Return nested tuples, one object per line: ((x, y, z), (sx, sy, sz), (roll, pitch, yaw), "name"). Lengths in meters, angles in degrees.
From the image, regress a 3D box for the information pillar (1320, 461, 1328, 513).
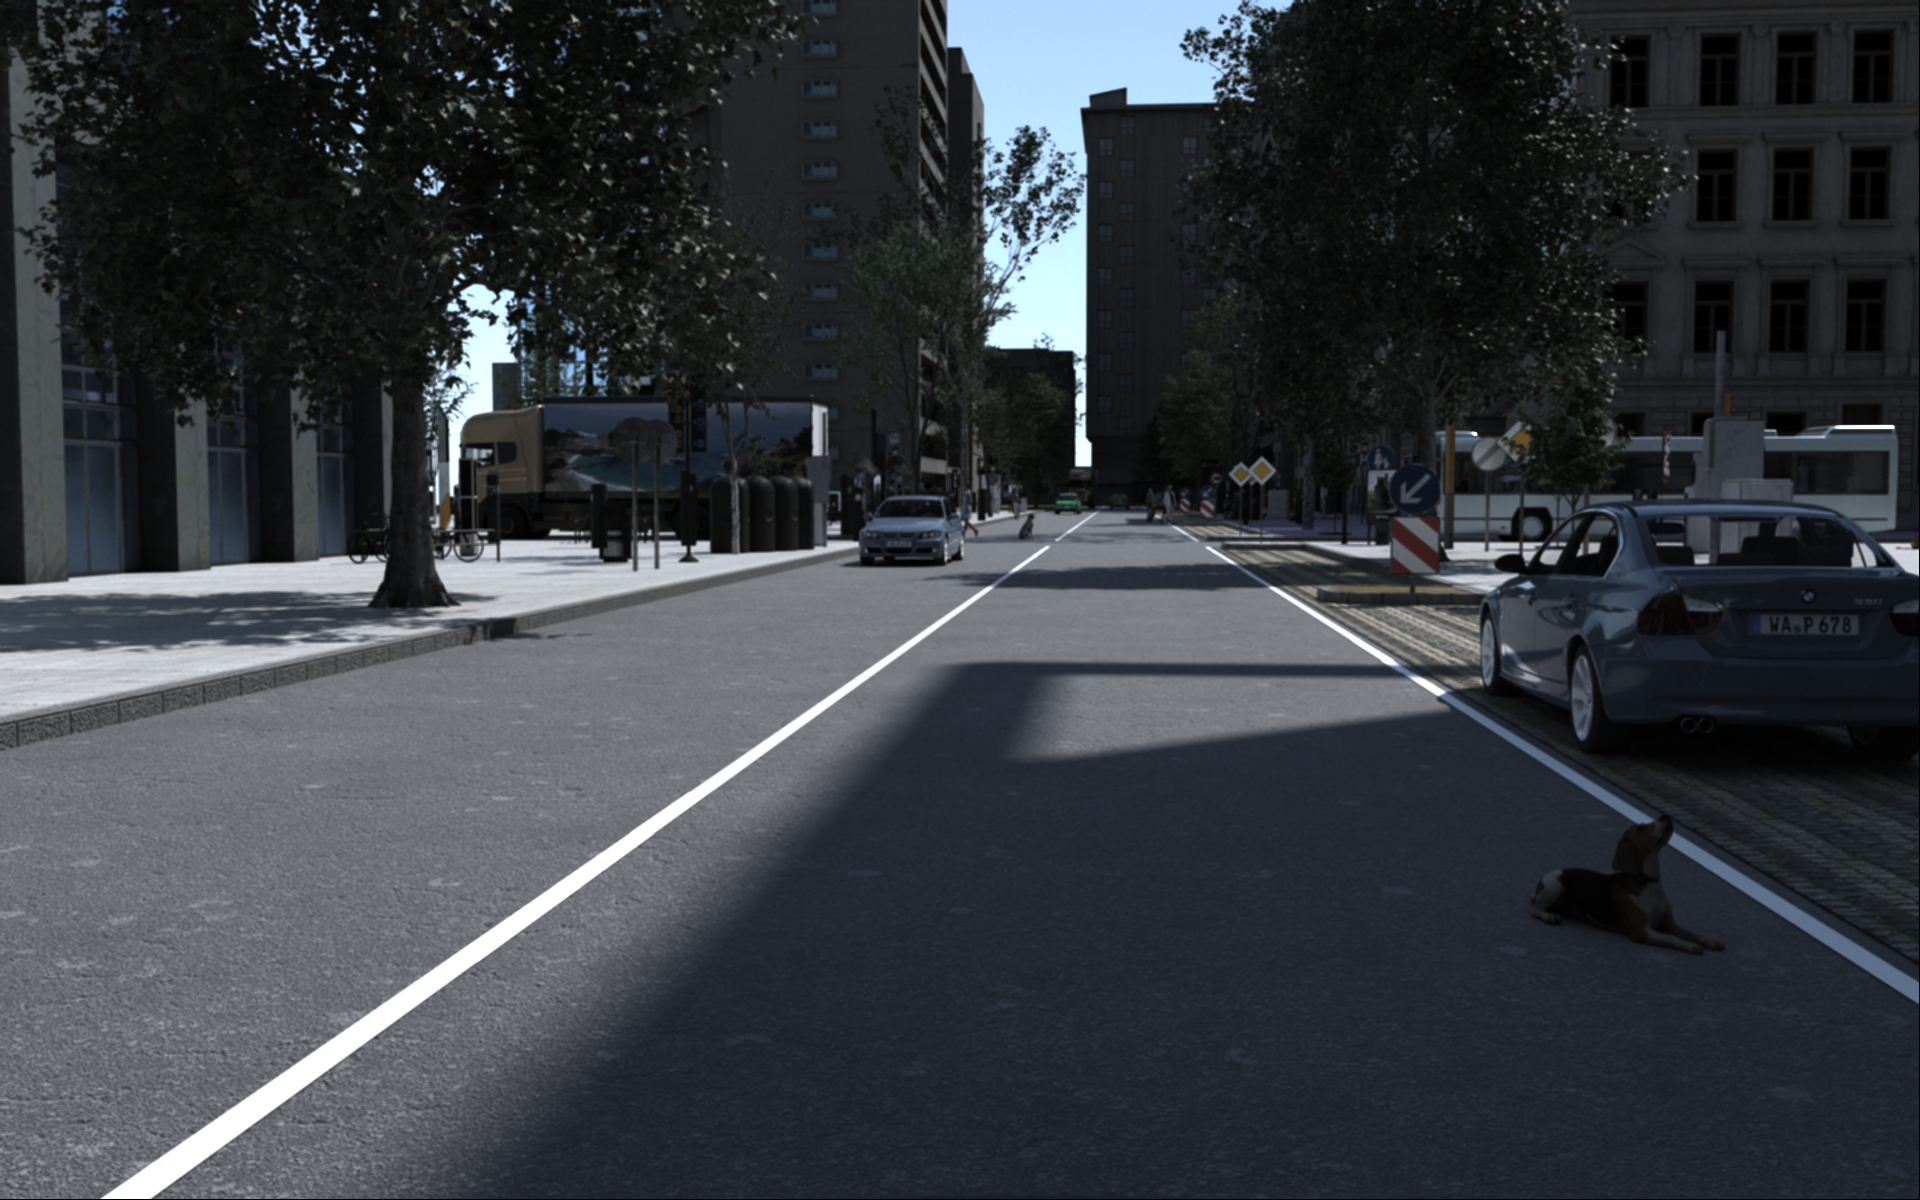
((24.327, -7.606, 115.708), (0.504, 3.616, 0.183), (2, 4, 35), "information pillar")

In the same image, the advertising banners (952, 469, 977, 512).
((0.301, -7.643, 121.148), (2.074, 3.025, 0.090), (-2, 4, -32), "advertising banners")

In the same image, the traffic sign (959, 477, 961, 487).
((0.244, -6.333, 105.672), (0.606, 2.300, 0.079), (0, 4, 6), "traffic sign")

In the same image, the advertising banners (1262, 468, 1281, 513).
((20.756, -7.295, 115.458), (0.090, 3.025, 2.074), (-2, 4, -27), "advertising banners")

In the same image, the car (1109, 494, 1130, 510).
((14.866, -9.321, 161.198), (1.959, 1.807, 4.718), (0, 4, 5), "car")

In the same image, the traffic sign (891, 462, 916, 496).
((-1.767, -3.094, 54.236), (0.795, 2.450, 0.064), (0, 4, 5), "traffic sign")

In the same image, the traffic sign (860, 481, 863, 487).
((-3.411, -3.658, 59.907), (0.768, 2.556, 0.104), (1, 4, 14), "traffic sign")

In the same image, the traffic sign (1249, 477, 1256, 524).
((12.639, -4.518, 75.056), (0.795, 2.450, 0.064), (1, 4, 14), "traffic sign")

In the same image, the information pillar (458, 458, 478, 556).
((-10.155, -1.913, 35.775), (0.304, 2.012, 0.304), (0, 4, 0), "information pillar")

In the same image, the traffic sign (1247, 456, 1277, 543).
((7.884, -2.547, 45.294), (0.795, 2.450, 0.064), (0, 4, 5), "traffic sign")

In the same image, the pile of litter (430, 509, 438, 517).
((-30.671, -5.204, 99.043), (1.719, 0.858, 1.176), (0, 4, -1), "pile of litter")

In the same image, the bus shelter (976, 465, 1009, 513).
((2.311, -7.830, 121.941), (2.014, 3.302, 5.546), (0, 4, 5), "bus shelter")

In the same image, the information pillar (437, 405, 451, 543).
((-13.496, -3.298, 45.272), (0.183, 3.616, 0.504), (-3, 5, -43), "information pillar")

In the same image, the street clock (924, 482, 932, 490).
((-1.948, -6.115, 104.553), (0.471, 2.002, 0.358), (-1, 4, -9), "street clock")

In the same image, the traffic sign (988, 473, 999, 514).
((1.942, -6.338, 103.738), (0.768, 2.556, 0.104), (1, 4, 13), "traffic sign")

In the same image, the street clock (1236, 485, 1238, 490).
((16.880, -6.112, 104.497), (0.358, 2.002, 0.471), (3, 4, 37), "street clock")

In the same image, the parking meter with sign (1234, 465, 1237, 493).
((17.559, -6.699, 105.789), (1.738, 3.016, 0.543), (-2, 4, -25), "parking meter with sign")

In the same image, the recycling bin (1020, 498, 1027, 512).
((4.232, -6.653, 121.337), (0.722, 1.027, 0.722), (-1, 4, -22), "recycling bin")

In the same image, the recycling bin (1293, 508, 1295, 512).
((24.465, -6.880, 125.042), (0.722, 1.027, 0.722), (1, 4, 15), "recycling bin")

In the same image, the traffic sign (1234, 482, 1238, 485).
((16.179, -6.082, 99.452), (0.884, 2.594, 0.081), (1, 4, 12), "traffic sign")

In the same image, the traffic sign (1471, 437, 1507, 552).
((11.768, -2.355, 38.603), (0.768, 2.556, 0.104), (1, 4, 10), "traffic sign")

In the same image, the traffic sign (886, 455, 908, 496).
((-2.086, -3.462, 56.712), (0.768, 2.556, 0.104), (1, 4, 13), "traffic sign")

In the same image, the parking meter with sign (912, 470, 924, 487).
((-2.743, -7.759, 123.126), (0.543, 3.016, 1.738), (2, 4, 25), "parking meter with sign")

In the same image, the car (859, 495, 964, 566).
((-0.950, -1.484, 36.269), (2.014, 1.417, 4.499), (0, 4, 7), "car")

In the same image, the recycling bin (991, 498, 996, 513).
((1.976, -6.357, 116.491), (0.722, 1.027, 0.722), (-1, 4, -21), "recycling bin")

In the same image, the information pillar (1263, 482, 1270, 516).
((18.264, -6.041, 103.259), (0.304, 2.012, 0.304), (-1, 4, -10), "information pillar")

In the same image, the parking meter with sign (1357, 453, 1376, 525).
((17.359, -4.663, 72.501), (0.543, 3.016, 1.738), (-2, 4, -24), "parking meter with sign")

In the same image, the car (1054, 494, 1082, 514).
((7.735, -7.030, 123.744), (1.959, 1.807, 4.718), (0, 4, 6), "car")

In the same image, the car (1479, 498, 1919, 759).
((4.427, 0.080, 10.699), (2.014, 1.417, 4.499), (0, 4, 6), "car")

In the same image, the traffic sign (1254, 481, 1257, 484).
((13.214, -4.729, 78.498), (0.795, 2.450, 0.064), (1, 4, 12), "traffic sign")

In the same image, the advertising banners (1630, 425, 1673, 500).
((17.378, -2.893, 43.482), (2.074, 3.025, 0.090), (-3, 5, -42), "advertising banners")

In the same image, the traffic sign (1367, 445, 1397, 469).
((11.012, -2.764, 45.293), (0.768, 2.556, 0.104), (1, 4, 8), "traffic sign")

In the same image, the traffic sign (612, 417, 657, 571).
((-5.391, -1.748, 28.694), (0.768, 2.556, 0.104), (0, 4, 6), "traffic sign")

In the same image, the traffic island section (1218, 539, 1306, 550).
((7.908, -1.412, 45.369), (2.009, 0.180, 2.903), (0, 4, 5), "traffic island section")

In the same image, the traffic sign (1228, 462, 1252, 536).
((8.629, -3.034, 53.244), (0.795, 2.450, 0.064), (0, 4, 5), "traffic sign")

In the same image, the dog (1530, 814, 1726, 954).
((2.195, 0.882, 5.767), (0.550, 0.427, 0.748), (1, 4, 12), "dog")

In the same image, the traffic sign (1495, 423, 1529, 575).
((8.273, -1.487, 25.504), (0.795, 2.450, 0.064), (0, 4, 6), "traffic sign")

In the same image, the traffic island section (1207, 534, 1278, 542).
((8.654, -1.898, 53.319), (2.009, 0.180, 2.903), (0, 4, 5), "traffic island section")

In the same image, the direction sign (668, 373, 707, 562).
((-5.129, -2.486, 32.646), (0.876, 3.537, 0.379), (2, 4, 30), "direction sign")

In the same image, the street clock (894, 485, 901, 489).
((-3.683, -5.961, 102.032), (0.358, 2.002, 0.471), (2, 4, 32), "street clock")

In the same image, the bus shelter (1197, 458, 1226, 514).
((16.904, -7.651, 116.383), (1.731, 3.624, 6.357), (0, 4, 6), "bus shelter")

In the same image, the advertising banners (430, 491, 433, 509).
((-30.824, -6.392, 100.691), (2.074, 3.025, 0.090), (-1, 4, -17), "advertising banners")

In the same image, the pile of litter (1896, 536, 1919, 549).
((22.742, -1.615, 40.377), (1.719, 0.858, 1.176), (1, 4, 23), "pile of litter")

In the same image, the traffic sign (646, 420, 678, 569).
((-5.198, -1.806, 29.636), (0.768, 2.556, 0.104), (1, 4, 10), "traffic sign")

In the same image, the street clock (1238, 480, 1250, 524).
((12.067, -4.190, 73.070), (0.358, 2.002, 0.471), (1, 4, 17), "street clock")

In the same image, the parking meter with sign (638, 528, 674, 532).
((-10.010, -3.786, 58.163), (1.738, 3.016, 0.543), (-2, 4, -26), "parking meter with sign")

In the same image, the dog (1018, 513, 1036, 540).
((1.983, -2.320, 54.769), (0.800, 0.831, 0.513), (0, 4, 4), "dog")

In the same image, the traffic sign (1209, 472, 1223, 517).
((14.596, -6.030, 98.690), (0.768, 2.556, 0.104), (0, 4, 7), "traffic sign")

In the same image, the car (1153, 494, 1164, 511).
((17.070, -8.387, 145.925), (1.959, 1.807, 4.718), (0, 4, 6), "car")

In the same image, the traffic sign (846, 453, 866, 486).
((-3.201, -3.316, 54.318), (0.768, 2.556, 0.104), (1, 4, 13), "traffic sign")

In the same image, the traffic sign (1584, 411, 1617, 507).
((9.093, -1.530, 25.118), (0.768, 2.556, 0.104), (1, 4, 10), "traffic sign")

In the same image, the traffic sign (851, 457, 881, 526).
((-2.513, -2.608, 46.286), (0.795, 2.450, 0.064), (0, 4, 5), "traffic sign")
